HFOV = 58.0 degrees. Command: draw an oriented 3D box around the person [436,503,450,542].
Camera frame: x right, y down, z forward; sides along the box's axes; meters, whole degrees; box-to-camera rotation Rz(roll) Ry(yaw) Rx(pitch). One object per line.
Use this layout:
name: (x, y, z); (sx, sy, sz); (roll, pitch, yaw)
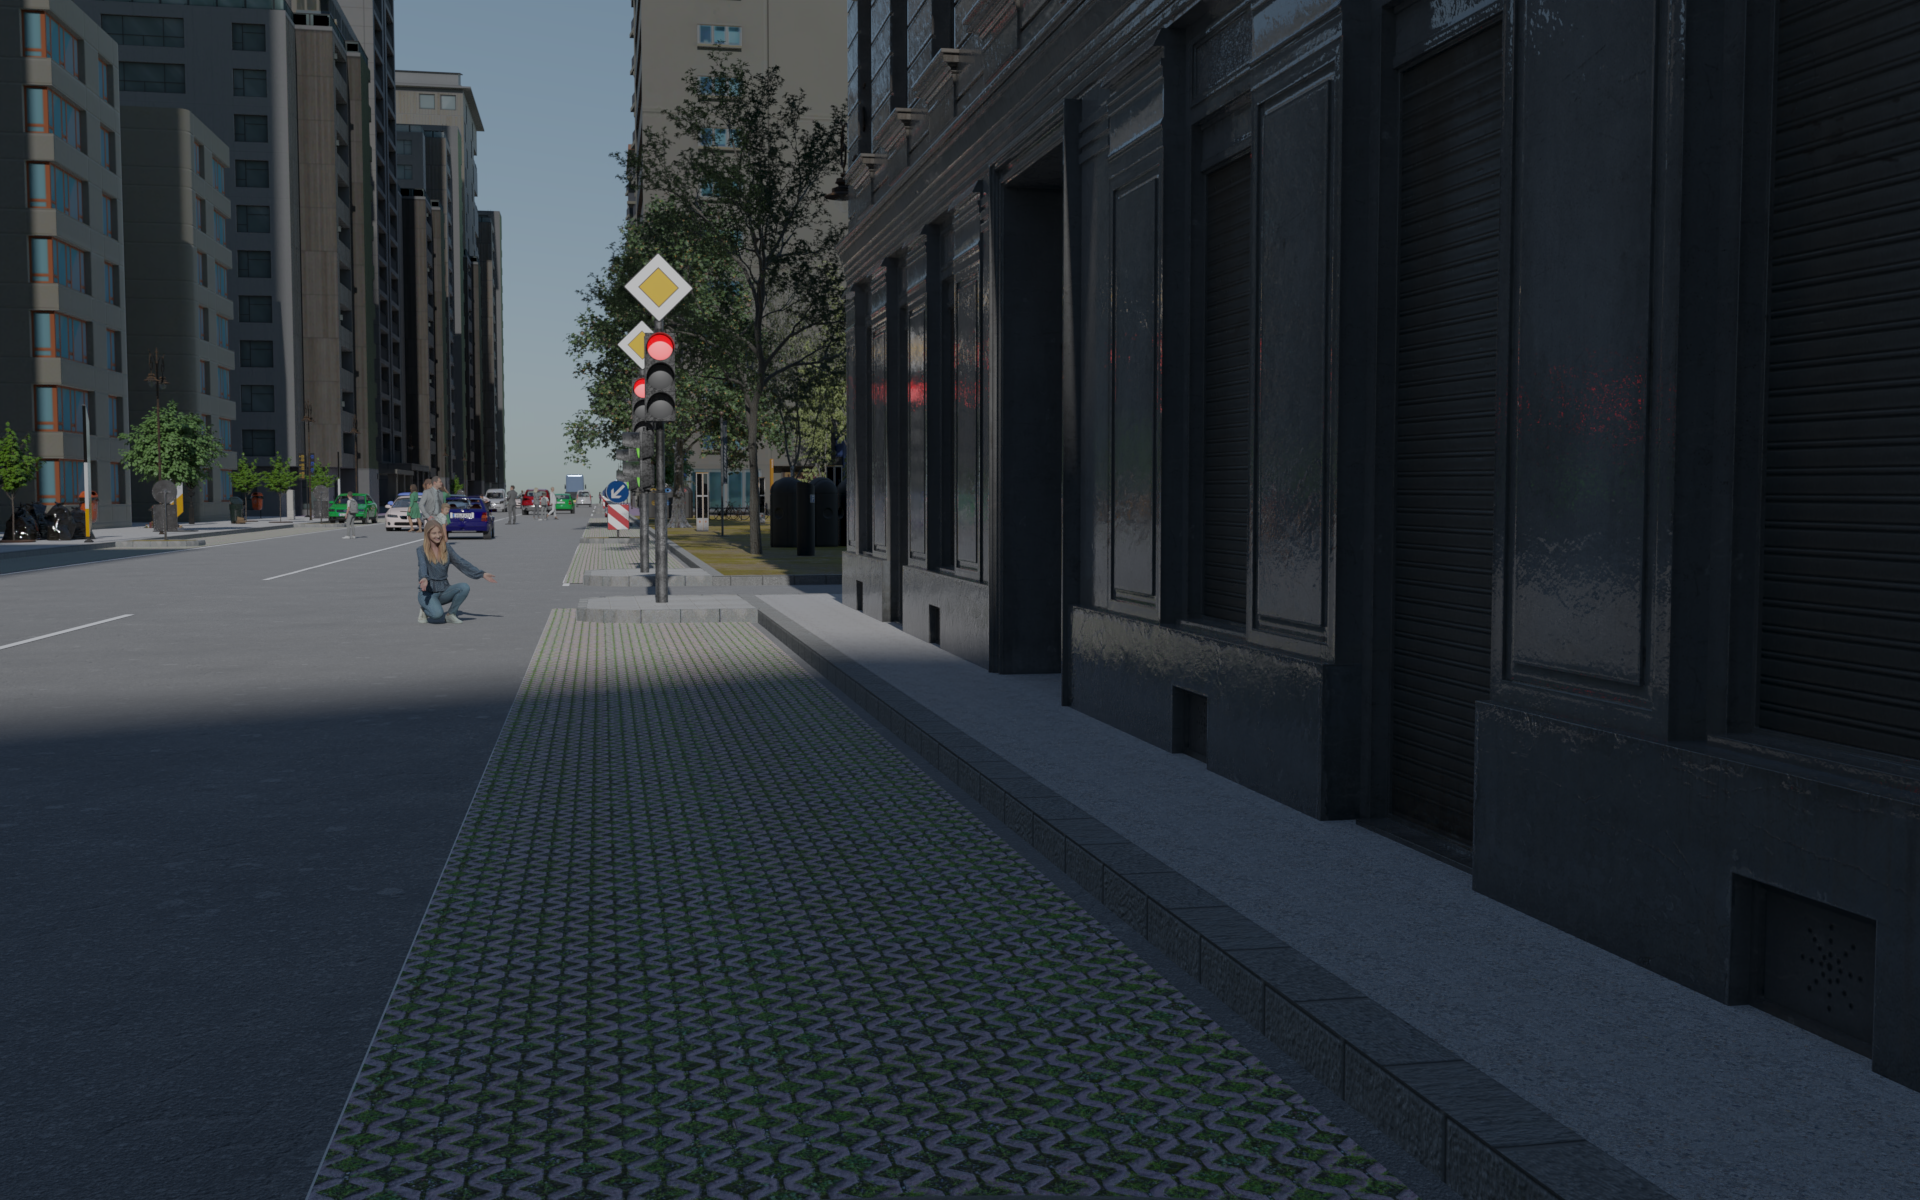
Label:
person: (-10.338, -1.310, 34.604); (0.352, 1.250, 0.332); (0, 4, 1)

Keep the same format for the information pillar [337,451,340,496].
information pillar: (-33.925, -6.317, 94.632); (0.183, 3.616, 0.504); (-1, 4, -17)

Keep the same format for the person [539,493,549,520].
person: (-22.673, -5.088, 94.282); (0.523, 1.515, 0.503); (2, 4, 24)

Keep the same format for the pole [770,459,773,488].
pole: (-10.928, -6.524, 100.502); (0.158, 3.312, 0.155); (0, 3, 0)

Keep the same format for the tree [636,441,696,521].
tree: (-14.261, -6.016, 82.076); (4.285, 4.588, 4.351); (0, 3, 0)

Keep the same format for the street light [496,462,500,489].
street light: (-64.047, -16.365, 240.349); (0.468, 5.910, 1.993); (-1, 4, -12)

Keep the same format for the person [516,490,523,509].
person: (-41.998, -9.639, 166.174); (1.350, 1.814, 0.705); (-2, 4, -25)

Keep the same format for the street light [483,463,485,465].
street light: (-58.089, -14.573, 211.056); (0.468, 5.910, 1.993); (-1, 4, -12)

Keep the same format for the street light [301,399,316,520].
street light: (-31.589, -6.808, 84.100); (0.468, 5.910, 1.993); (-1, 4, -12)

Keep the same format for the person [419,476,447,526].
person: (-11.094, -1.709, 36.541); (0.391, 1.810, 0.635); (1, 4, 17)

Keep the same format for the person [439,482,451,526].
person: (-14.415, -2.401, 47.996); (0.600, 1.795, 0.529); (-1, 4, -16)

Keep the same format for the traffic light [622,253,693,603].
traffic light: (-3.545, -1.923, 20.368); (0.839, 4.253, 0.868); (-1, 4, -12)

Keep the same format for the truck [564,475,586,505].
truck: (-51.856, -14.842, 232.420); (2.967, 4.110, 18.799); (-1, 4, -11)

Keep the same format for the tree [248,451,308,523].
tree: (-30.451, -5.062, 77.371); (1.663, 3.219, 1.824); (0, 3, 0)

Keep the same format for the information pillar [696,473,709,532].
information pillar: (-8.821, -3.352, 59.290); (0.304, 2.012, 0.304); (2, 4, 31)

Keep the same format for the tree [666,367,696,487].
tree: (-15.863, -8.752, 93.465); (4.360, 8.622, 3.978); (0, 3, 0)

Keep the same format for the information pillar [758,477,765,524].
information pillar: (-8.664, -4.330, 75.282); (0.304, 2.012, 0.304); (-2, 4, -30)

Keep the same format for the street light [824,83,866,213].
street light: (-1.239, -2.890, 20.040); (0.468, 5.910, 1.993); (-1, 4, -12)

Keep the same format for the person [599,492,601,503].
person: (-49.634, -14.071, 239.236); (0.721, 1.739, 1.217); (-2, 4, -35)

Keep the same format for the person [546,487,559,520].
person: (-22.931, -5.438, 97.296); (0.818, 1.842, 0.514); (-2, 4, -29)

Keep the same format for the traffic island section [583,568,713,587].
traffic island section: (-5.129, -0.369, 28.309); (2.009, 0.180, 2.903); (-1, 4, -12)

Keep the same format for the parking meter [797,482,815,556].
parking meter: (-3.205, -1.686, 35.982); (0.372, 1.533, 0.369); (0, 3, 0)

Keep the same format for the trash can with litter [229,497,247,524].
trash can with litter: (-30.933, -3.851, 74.348); (0.624, 1.170, 1.055); (-3, 5, -44)

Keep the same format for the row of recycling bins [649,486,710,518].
row of recycling bins: (-15.035, -5.182, 91.842); (3.534, 1.692, 1.069); (0, 4, -1)

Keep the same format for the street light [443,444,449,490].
street light: (-47.221, -11.394, 159.085); (0.468, 5.910, 1.993); (-1, 4, -12)

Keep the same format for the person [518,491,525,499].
person: (-40.924, -9.387, 162.705); (1.217, 1.736, 0.721); (0, 4, -1)

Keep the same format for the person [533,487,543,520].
person: (-23.450, -5.348, 96.121); (0.526, 1.800, 0.537); (-1, 4, -16)

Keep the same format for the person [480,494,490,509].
person: (-28.517, -5.638, 103.874); (0.628, 1.438, 0.799); (0, 4, 0)

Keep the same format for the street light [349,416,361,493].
street light: (-35.021, -7.807, 100.427); (0.468, 5.910, 1.993); (-1, 4, -12)

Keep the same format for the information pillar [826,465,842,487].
information pillar: (-3.236, -2.451, 44.572); (0.304, 2.012, 0.304); (3, 5, 39)

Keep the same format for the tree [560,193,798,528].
tree: (-10.586, -9.083, 65.510); (9.611, 12.733, 9.660); (0, 3, 0)

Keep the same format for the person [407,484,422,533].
person: (-20.302, -3.406, 64.441); (0.529, 1.795, 0.600); (0, 4, -2)

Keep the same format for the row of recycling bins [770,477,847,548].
row of recycling bins: (-3.006, -2.166, 42.524); (3.534, 1.692, 1.069); (-3, 4, -36)

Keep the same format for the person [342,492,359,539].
person: (-19.621, -2.730, 55.738); (0.523, 1.515, 0.503); (-1, 4, -16)

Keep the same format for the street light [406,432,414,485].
street light: (-41.119, -9.602, 129.776); (0.468, 5.910, 1.993); (-1, 4, -12)

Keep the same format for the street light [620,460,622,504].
street light: (-38.745, -13.866, 199.494); (0.468, 5.910, 1.993); (-1, 4, -12)

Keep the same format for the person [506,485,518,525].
person: (-21.143, -4.476, 81.482); (0.447, 1.846, 0.655); (2, 4, 30)

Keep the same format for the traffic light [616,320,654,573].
traffic light: (-5.170, -2.402, 28.187); (0.839, 4.253, 0.868); (-1, 4, -12)

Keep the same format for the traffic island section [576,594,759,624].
traffic island section: (-3.504, 0.110, 20.491); (2.009, 0.180, 2.903); (-1, 4, -12)

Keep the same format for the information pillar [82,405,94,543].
information pillar: (-23.088, -3.331, 45.824); (0.183, 3.616, 0.504); (-1, 4, -18)

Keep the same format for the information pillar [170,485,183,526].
information pillar: (-31.315, -4.757, 69.135); (0.183, 3.616, 0.504); (3, 5, 42)

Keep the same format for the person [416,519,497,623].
person: (-5.645, -0.317, 19.176); (1.012, 1.151, 0.738); (-3, 5, -41)

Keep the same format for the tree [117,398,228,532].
tree: (-26.782, -4.613, 59.138); (4.285, 4.588, 4.351); (0, 3, 0)

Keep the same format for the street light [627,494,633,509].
street light: (-27.962, -10.682, 147.444); (0.468, 5.910, 1.993); (-1, 4, -12)

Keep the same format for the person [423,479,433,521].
person: (-12.443, -1.973, 41.039); (0.573, 1.790, 0.520); (-2, 4, -30)

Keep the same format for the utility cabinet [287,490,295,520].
utility cabinet: (-33.378, -4.756, 86.437); (0.318, 1.500, 1.173); (-1, 4, -17)

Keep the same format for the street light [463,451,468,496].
street light: (-51.951, -12.786, 181.836); (0.468, 5.910, 1.993); (-1, 4, -12)

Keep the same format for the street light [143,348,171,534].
street light: (-25.367, -5.019, 54.849); (0.468, 5.910, 1.993); (-1, 4, -12)

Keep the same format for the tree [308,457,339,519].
tree: (-33.712, -5.892, 90.932); (1.663, 3.219, 1.824); (0, 3, 0)
